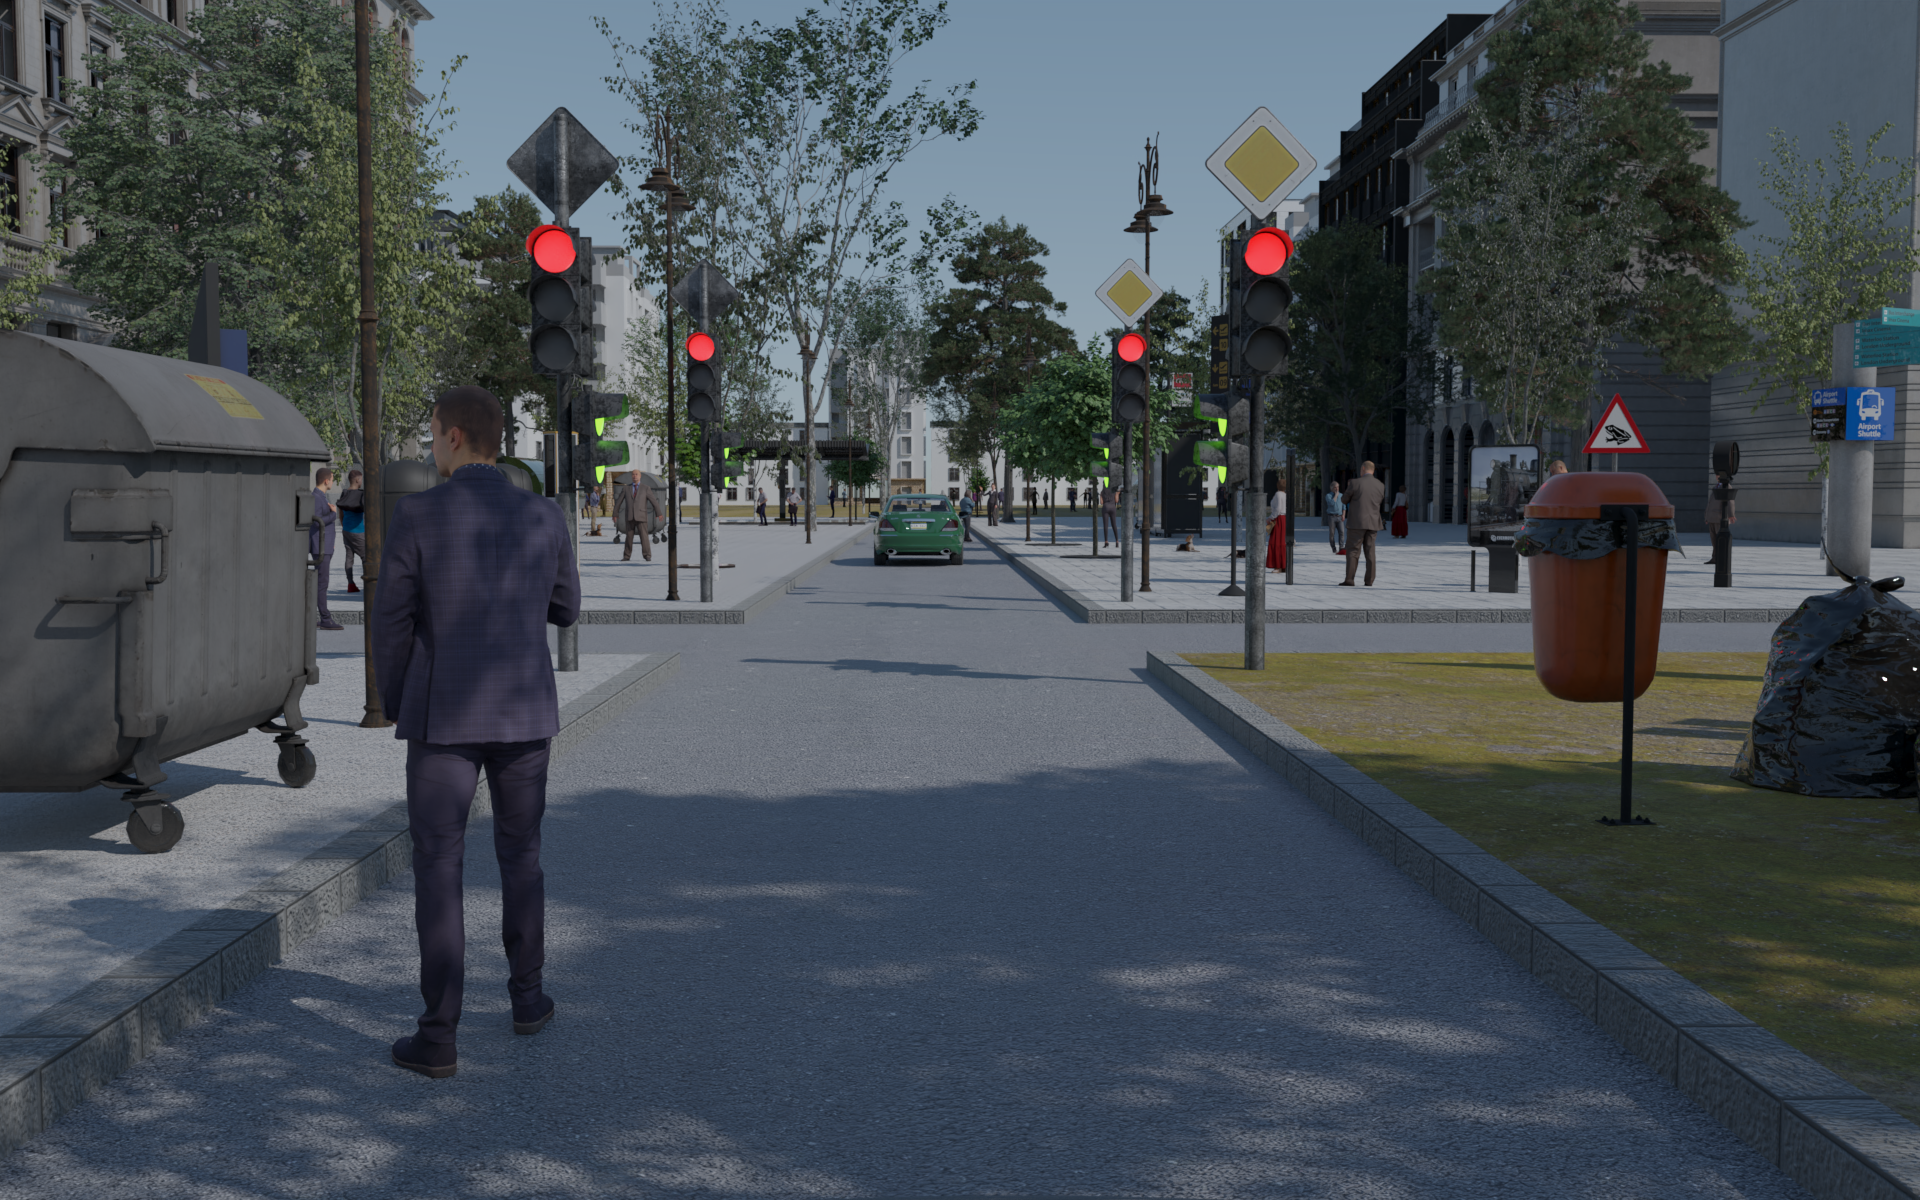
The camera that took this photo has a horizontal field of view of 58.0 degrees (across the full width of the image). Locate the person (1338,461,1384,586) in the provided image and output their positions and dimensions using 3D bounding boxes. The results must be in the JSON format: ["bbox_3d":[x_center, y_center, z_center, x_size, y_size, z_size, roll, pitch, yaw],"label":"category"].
[{"bbox_3d":[5.582,-1.067,24.175,0.565,1.739,0.600,-3,5,-41],"label":"person"}]

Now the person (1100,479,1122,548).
[{"bbox_3d":[3.568,-2.068,41.326,0.415,1.643,0.593,3,5,39],"label":"person"}]

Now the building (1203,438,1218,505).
[{"bbox_3d":[39.069,-15.994,203.655,28.070,9.664,9.099,0,4,-1],"label":"building"}]

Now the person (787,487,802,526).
[{"bbox_3d":[-6.617,-3.722,69.107,0.614,1.554,0.590,0,4,3],"label":"person"}]

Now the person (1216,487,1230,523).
[{"bbox_3d":[11.648,-4.231,76.688,0.593,1.643,0.415,-1,4,-15],"label":"person"}]

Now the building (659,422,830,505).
[{"bbox_3d":[-29.416,-15.973,203.304,28.070,9.664,9.099,0,4,-1],"label":"building"}]

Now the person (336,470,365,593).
[{"bbox_3d":[-7.790,-0.894,22.531,0.647,1.594,0.662,1,4,21],"label":"person"}]

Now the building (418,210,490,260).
[{"bbox_3d":[-53.183,-17.999,138.251,32.646,21.610,27.936,0,4,-1],"label":"building"}]

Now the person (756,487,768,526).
[{"bbox_3d":[-7.917,-3.744,69.463,0.590,1.554,0.614,-3,4,-36],"label":"person"}]

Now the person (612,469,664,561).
[{"bbox_3d":[-6.159,-1.617,33.039,0.990,1.755,0.434,0,4,3],"label":"person"}]

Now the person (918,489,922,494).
[{"bbox_3d":[-2.832,-7.130,125.056,0.705,1.826,1.348,-2,4,-26],"label":"person"}]

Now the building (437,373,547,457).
[{"bbox_3d":[-28.736,-10.268,110.023,9.099,9.664,28.070,0,4,-1],"label":"building"}]

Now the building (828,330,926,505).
[{"bbox_3d":[-9.755,-21.400,206.309,11.380,20.091,16.016,0,4,-1],"label":"building"}]

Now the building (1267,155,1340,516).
[{"bbox_3d":[27.555,-15.063,102.704,16.016,20.091,11.380,0,4,-1],"label":"building"}]

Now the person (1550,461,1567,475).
[{"bbox_3d":[8.154,-1.035,23.652,0.600,1.739,0.565,-1,4,-15],"label":"person"}]

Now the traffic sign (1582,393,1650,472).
[{"bbox_3d":[8.481,-1.374,22.461,0.884,2.594,0.081,0,4,-1],"label":"traffic sign"}]

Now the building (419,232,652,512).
[{"bbox_3d":[-32.300,-16.717,129.738,16.016,20.091,11.380,0,4,-1],"label":"building"}]

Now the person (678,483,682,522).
[{"bbox_3d":[-12.885,-4.442,78.543,0.599,1.838,0.709,-1,4,-12],"label":"person"}]

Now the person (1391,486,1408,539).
[{"bbox_3d":[12.706,-2.536,49.976,0.523,1.526,0.387,-1,4,-21],"label":"person"}]

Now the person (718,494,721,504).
[{"bbox_3d":[-21.943,-9.174,156.982,0.756,1.711,0.436,-2,4,-29],"label":"person"}]

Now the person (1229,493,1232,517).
[{"bbox_3d":[15.433,-5.633,97.770,0.705,1.869,1.348,2,4,26],"label":"person"}]

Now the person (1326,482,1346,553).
[{"bbox_3d":[8.197,-1.798,37.657,0.499,1.552,0.429,0,4,8],"label":"person"}]

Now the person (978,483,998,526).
[{"bbox_3d":[1.149,-3.784,68.707,0.742,1.727,0.445,0,4,-5],"label":"person"}]

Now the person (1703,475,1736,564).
[{"bbox_3d":[13.720,-1.512,31.325,0.434,1.755,0.990,0,4,-1],"label":"person"}]

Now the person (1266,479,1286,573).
[{"bbox_3d":[5.186,-1.200,28.128,0.387,1.526,0.523,2,4,32],"label":"person"}]

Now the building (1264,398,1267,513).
[{"bbox_3d":[28.446,-15.795,114.663,16.016,20.091,11.380,0,4,-1],"label":"building"}]

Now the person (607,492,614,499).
[{"bbox_3d":[-20.480,-5.912,103.432,1.217,1.735,0.721,-1,4,-17],"label":"person"}]

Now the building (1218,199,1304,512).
[{"bbox_3d":[33.928,-17.904,136.705,27.936,21.610,32.646,0,4,-1],"label":"building"}]

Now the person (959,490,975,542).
[{"bbox_3d":[0.209,-2.487,51.368,0.429,1.552,0.499,0,4,-8],"label":"person"}]

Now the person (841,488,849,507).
[{"bbox_3d":[-11.161,-9.882,167.601,0.705,1.826,1.348,-2,4,-33],"label":"person"}]

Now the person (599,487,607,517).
[{"bbox_3d":[-20.455,-5.639,98.975,0.721,1.736,1.217,-2,4,-24],"label":"person"}]

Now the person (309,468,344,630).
[{"bbox_3d":[-6.762,-0.546,18.351,0.530,1.710,0.541,0,4,-3],"label":"person"}]

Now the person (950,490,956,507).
[{"bbox_3d":[-0.658,-10.216,175.154,0.705,1.869,1.348,2,4,26],"label":"person"}]

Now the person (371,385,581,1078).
[{"bbox_3d":[-1.243,0.301,4.493,0.541,1.710,0.530,-2,4,-23],"label":"person"}]

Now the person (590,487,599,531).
[{"bbox_3d":[-11.422,-2.822,54.252,0.319,1.574,0.516,-1,4,-12],"label":"person"}]

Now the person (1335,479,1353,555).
[{"bbox_3d":[8.183,-1.729,36.175,0.662,1.594,0.647,1,4,14],"label":"person"}]

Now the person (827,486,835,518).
[{"bbox_3d":[-7.021,-5.347,94.177,0.504,1.737,0.576,-1,4,-9],"label":"person"}]

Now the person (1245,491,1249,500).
[{"bbox_3d":[13.439,-4.282,79.238,0.799,1.438,0.628,0,4,5],"label":"person"}]

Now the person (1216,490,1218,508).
[{"bbox_3d":[24.305,-9.564,163.340,0.530,1.710,0.541,3,5,43],"label":"person"}]

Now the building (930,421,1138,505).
[{"bbox_3d":[10.488,-16.002,203.778,28.070,9.664,9.099,0,4,-1],"label":"building"}]

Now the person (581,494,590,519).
[{"bbox_3d":[-19.033,-4.847,87.984,0.574,1.496,0.600,0,4,7],"label":"person"}]
